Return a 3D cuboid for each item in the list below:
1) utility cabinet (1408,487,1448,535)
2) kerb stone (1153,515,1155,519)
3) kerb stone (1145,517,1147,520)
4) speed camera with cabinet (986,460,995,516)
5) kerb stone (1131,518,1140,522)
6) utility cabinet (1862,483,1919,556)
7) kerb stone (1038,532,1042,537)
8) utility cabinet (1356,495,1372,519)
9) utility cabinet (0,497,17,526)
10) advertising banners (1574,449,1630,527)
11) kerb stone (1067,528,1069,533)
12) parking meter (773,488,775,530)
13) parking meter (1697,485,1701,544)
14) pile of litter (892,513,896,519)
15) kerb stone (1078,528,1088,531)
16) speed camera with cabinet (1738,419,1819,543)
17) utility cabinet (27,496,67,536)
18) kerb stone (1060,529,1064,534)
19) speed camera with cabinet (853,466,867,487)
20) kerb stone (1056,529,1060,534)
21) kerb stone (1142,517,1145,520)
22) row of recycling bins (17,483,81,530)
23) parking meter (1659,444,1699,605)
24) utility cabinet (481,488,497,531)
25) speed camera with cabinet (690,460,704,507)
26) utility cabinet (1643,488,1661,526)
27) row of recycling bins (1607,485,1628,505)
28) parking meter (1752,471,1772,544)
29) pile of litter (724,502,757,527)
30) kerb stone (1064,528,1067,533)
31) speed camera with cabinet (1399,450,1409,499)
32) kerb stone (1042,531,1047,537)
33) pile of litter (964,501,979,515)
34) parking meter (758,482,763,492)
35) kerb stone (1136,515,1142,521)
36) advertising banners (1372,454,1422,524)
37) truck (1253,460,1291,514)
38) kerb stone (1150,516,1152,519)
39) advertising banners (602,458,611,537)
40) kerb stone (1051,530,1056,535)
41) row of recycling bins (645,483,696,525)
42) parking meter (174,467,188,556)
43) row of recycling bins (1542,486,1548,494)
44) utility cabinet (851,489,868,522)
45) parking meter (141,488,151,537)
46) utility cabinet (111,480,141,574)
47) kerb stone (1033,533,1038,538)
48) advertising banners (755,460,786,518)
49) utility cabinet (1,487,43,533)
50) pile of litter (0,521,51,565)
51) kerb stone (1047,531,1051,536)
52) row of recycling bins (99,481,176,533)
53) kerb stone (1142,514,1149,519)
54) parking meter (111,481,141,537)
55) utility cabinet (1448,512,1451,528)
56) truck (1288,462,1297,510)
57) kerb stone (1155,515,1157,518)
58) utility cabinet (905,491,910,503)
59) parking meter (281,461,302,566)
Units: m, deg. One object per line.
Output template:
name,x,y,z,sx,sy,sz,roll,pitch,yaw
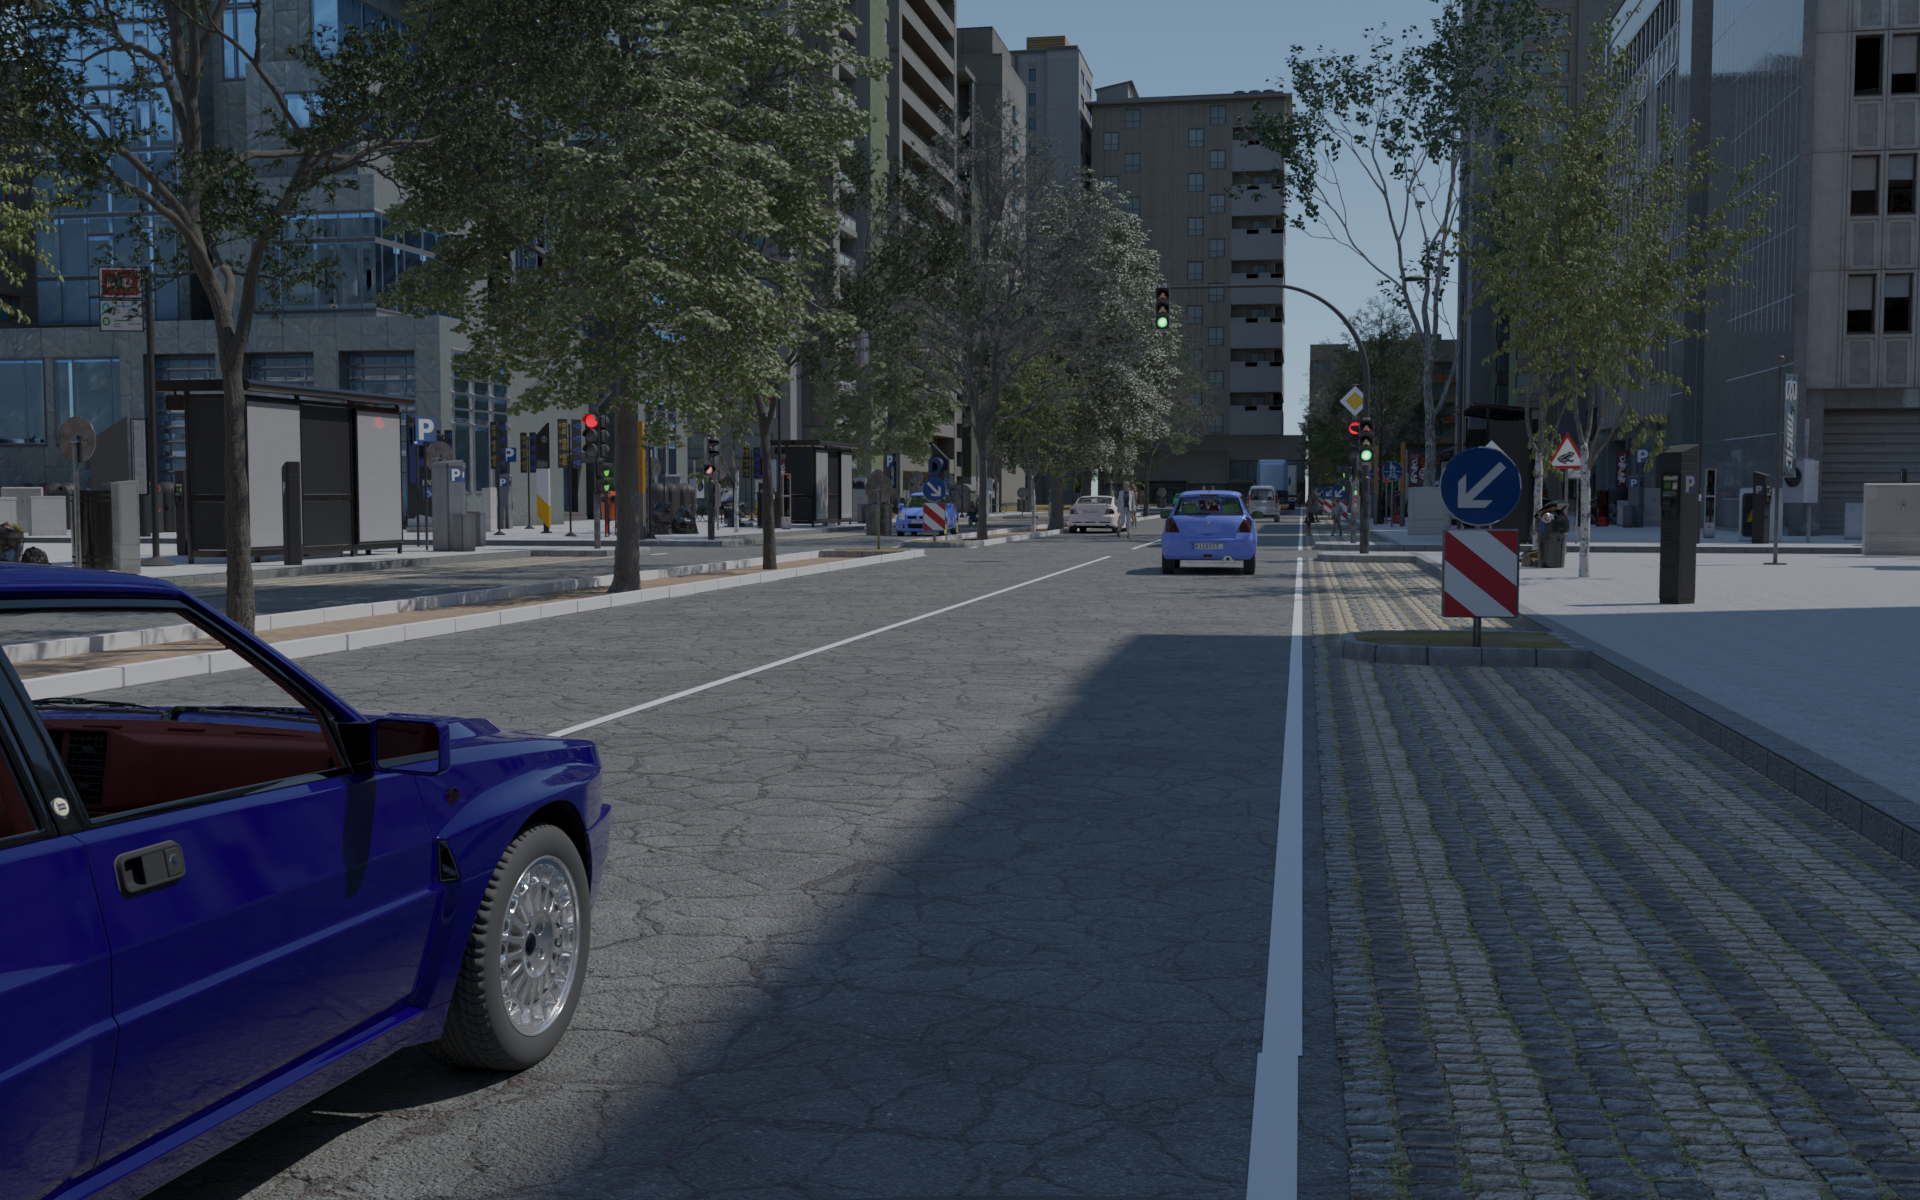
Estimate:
utility cabinet,14.578,-2.781,54.147,1.173,1.500,0.318,-1,4,-21
kerb stone,11.060,-4.785,100.424,0.120,0.150,1.000,1,4,11
kerb stone,10.059,-4.478,95.408,0.120,0.150,1.000,1,4,11
speed camera with cabinet,1.581,-6.518,100.904,0.660,3.252,2.038,1,4,11
kerb stone,9.263,-4.231,91.379,0.120,0.150,1.000,1,4,11
utility cabinet,19.144,-1.635,35.419,1.173,1.500,0.318,1,4,16
kerb stone,2.500,-2.139,57.162,0.120,0.150,1.000,1,4,11
utility cabinet,20.825,-4.788,89.451,0.306,1.237,1.020,-2,4,-24
utility cabinet,-19.724,-1.468,35.158,0.306,1.237,1.020,2,4,35
advertising banners,25.193,-4.389,67.946,2.074,3.025,0.090,0,4,7
kerb stone,3.907,-2.570,64.211,0.120,0.150,1.000,1,4,11
parking meter,-6.743,-3.230,61.226,0.372,1.533,0.369,0,3,0
parking meter,18.936,-2.223,44.754,0.372,1.533,0.369,0,3,0
pile of litter,-3.875,-4.690,90.643,1.719,0.858,1.176,1,4,11
kerb stone,4.883,-2.875,69.241,0.120,0.150,1.000,1,4,11
speed camera with cabinet,21.774,-3.166,46.098,0.660,3.252,2.038,-2,4,-25
utility cabinet,-28.143,-2.583,53.388,0.306,1.237,1.020,3,5,45
kerb stone,3.500,-2.445,62.192,0.120,0.150,1.000,1,4,11
speed camera with cabinet,-6.077,-6.061,93.434,2.038,3.252,0.660,0,4,2
kerb stone,3.300,-2.383,61.190,0.120,0.150,1.000,1,4,11
kerb stone,9.864,-4.416,94.395,0.120,0.150,1.000,1,4,11
row of recycling bins,-33.154,-3.420,63.027,3.534,1.692,1.069,2,4,33
parking meter,8.392,-0.888,20.228,0.399,1.863,0.255,-2,4,-32
utility cabinet,-16.127,-3.096,59.297,0.318,1.500,1.173,0,4,-5
speed camera with cabinet,-15.642,-6.466,100.054,0.660,3.252,2.038,2,4,31
utility cabinet,27.457,-3.660,68.522,0.318,1.500,1.173,-2,4,-26
row of recycling bins,29.106,-4.253,76.653,1.069,1.692,3.534,1,4,19
parking meter,20.686,-2.384,44.683,0.255,1.863,0.399,-2,4,-33
pile of litter,-8.670,-3.295,67.839,1.176,0.858,1.719,-1,4,-9
kerb stone,3.703,-2.508,63.209,0.120,0.150,1.000,1,4,11
speed camera with cabinet,20.452,-5.035,76.657,0.660,3.252,2.038,-3,5,-44
kerb stone,2.706,-2.198,58.164,0.120,0.150,1.000,1,4,11
pile of litter,1.343,-6.404,118.664,1.719,0.858,1.176,0,4,-6
parking meter,-9.704,-4.866,85.277,0.399,1.863,0.255,1,4,8
kerb stone,9.476,-4.293,92.379,0.120,0.150,1.000,1,4,11
advertising banners,18.979,-4.837,75.279,2.074,3.025,0.090,1,4,15
truck,23.500,-8.600,130.367,2.967,4.110,18.799,1,4,10
kerb stone,10.661,-4.656,98.417,0.120,0.150,1.000,1,4,11
advertising banners,-10.495,-3.373,51.339,0.090,3.025,2.074,0,4,-6
kerb stone,3.111,-2.321,60.185,0.120,0.150,1.000,1,4,11
row of recycling bins,-10.664,-3.488,64.140,1.069,1.692,3.534,1,4,12
parking meter,-16.162,-1.863,36.172,0.255,1.863,0.399,2,4,25
row of recycling bins,25.936,-4.560,81.671,3.534,1.692,1.069,2,4,33
utility cabinet,-4.724,-4.353,79.857,1.173,1.500,0.318,-1,4,-9
parking meter,-24.482,-2.662,51.931,0.372,1.533,0.369,0,3,0
utility cabinet,-13.413,-1.170,27.815,0.318,1.500,1.173,-2,4,-31
kerb stone,2.305,-2.074,56.142,0.120,0.150,1.000,1,4,11
advertising banners,-9.669,-5.666,88.833,2.074,3.025,0.090,2,4,33
utility cabinet,-30.502,-2.916,56.355,1.173,1.500,0.318,-1,4,-17
pile of litter,-15.178,-0.821,27.388,1.719,0.858,1.176,-2,4,-35
kerb stone,2.902,-2.262,59.184,0.120,0.150,1.000,1,4,11
row of recycling bins,-26.908,-3.039,56.808,1.069,1.692,3.534,1,4,11
kerb stone,10.263,-4.539,96.410,0.120,0.150,1.000,1,4,11
parking meter,-15.670,-1.470,32.439,0.372,1.533,0.369,0,3,0
utility cabinet,17.827,-3.446,65.025,1.173,1.500,0.318,2,4,31
truck,29.558,-10.419,159.267,2.839,4.237,11.283,1,4,10
kerb stone,11.263,-4.844,101.429,0.120,0.150,1.000,1,4,11
utility cabinet,-3.468,-6.551,115.793,0.318,1.500,1.173,0,4,-8
parking meter,-12.050,-1.561,31.233,0.255,1.863,0.399,-2,4,-33
